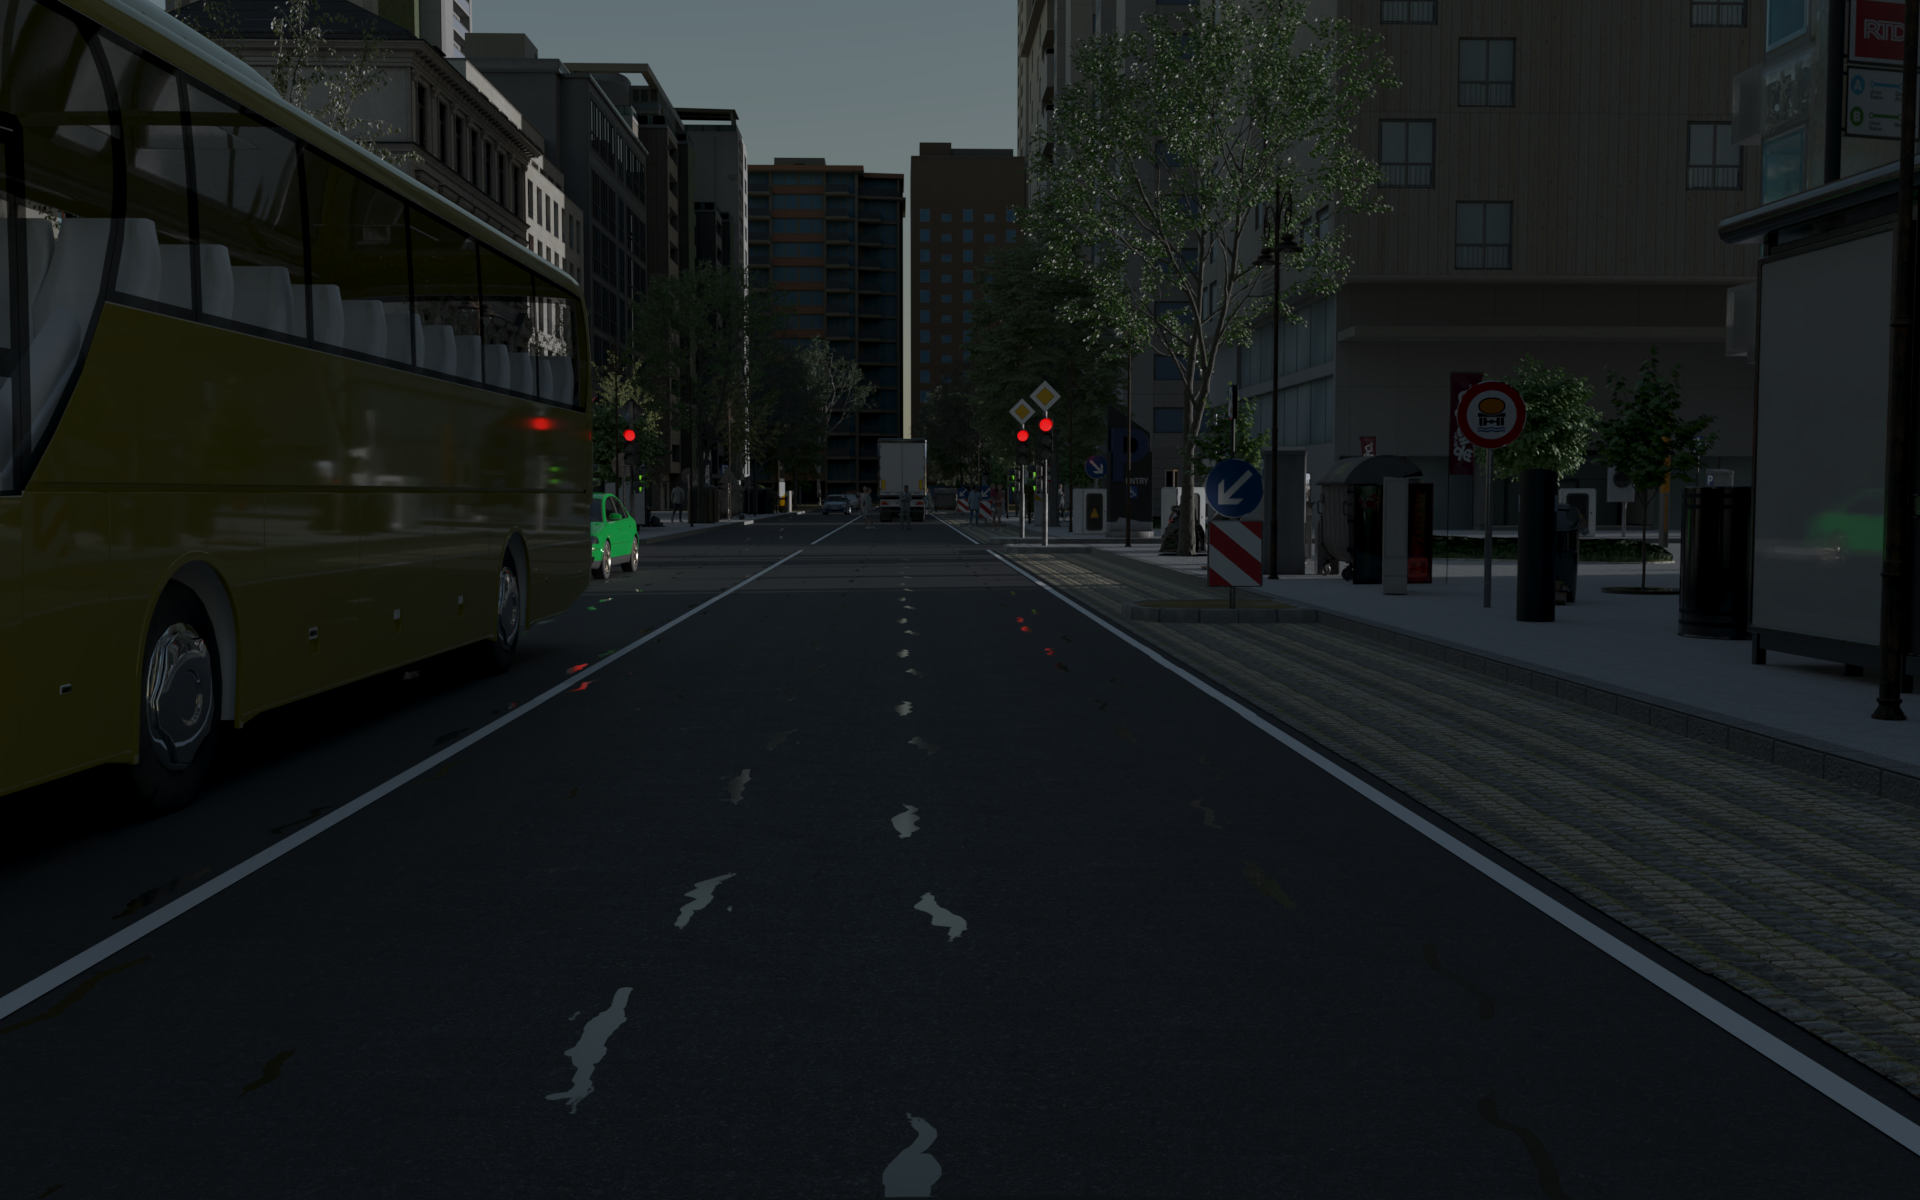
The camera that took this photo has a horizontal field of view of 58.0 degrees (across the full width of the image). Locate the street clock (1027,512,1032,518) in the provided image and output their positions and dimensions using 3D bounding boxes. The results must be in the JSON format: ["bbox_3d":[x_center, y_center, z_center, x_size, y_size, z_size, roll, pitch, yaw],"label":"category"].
[{"bbox_3d":[3.737,-5.406,92.954,0.358,2.002,0.471,1,4,19],"label":"street clock"}]

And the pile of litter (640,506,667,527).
[{"bbox_3d":[-12.315,-3.272,67.460,1.719,0.858,1.176,0,4,-3],"label":"pile of litter"}]

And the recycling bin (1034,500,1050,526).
[{"bbox_3d":[3.443,-3.457,69.071,0.722,1.027,0.722,3,5,42],"label":"recycling bin"}]

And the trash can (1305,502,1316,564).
[{"bbox_3d":[6.186,-1.241,31.945,0.748,1.137,0.748,0,3,0],"label":"trash can"}]

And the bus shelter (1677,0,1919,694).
[{"bbox_3d":[6.825,-2.071,11.499,2.179,5.291,8.768,0,4,-2],"label":"bus shelter"}]

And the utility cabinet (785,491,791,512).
[{"bbox_3d":[-12.301,-7.060,124.103,0.318,1.500,1.173,0,4,1],"label":"utility cabinet"}]

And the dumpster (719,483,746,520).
[{"bbox_3d":[-11.373,-4.920,86.202,1.264,1.857,1.865,0,4,-2],"label":"dumpster"}]

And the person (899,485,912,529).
[{"bbox_3d":[-2.215,-3.790,70.649,0.511,1.800,0.466,-1,4,-20],"label":"person"}]

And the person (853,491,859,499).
[{"bbox_3d":[-10.972,-10.586,182.126,0.990,1.755,0.434,2,4,34],"label":"person"}]

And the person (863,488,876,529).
[{"bbox_3d":[-3.771,-3.787,71.416,0.522,1.701,0.512,1,4,15],"label":"person"}]

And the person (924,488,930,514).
[{"bbox_3d":[-2.353,-7.157,125.383,0.748,1.841,0.638,-2,4,-32],"label":"person"}]

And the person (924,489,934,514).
[{"bbox_3d":[-2.207,-6.958,122.612,0.694,1.780,0.624,-3,5,-44],"label":"person"}]

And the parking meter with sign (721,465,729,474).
[{"bbox_3d":[-13.699,-6.477,102.153,0.543,3.016,1.738,-1,4,-17],"label":"parking meter with sign"}]

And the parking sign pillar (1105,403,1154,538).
[{"bbox_3d":[5.024,-3.841,51.278,1.447,3.967,1.447,-1,4,-11],"label":"parking sign pillar"}]

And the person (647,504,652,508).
[{"bbox_3d":[-19.117,-5.678,104.375,1.012,1.151,0.738,1,4,17],"label":"person"}]

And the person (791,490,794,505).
[{"bbox_3d":[-19.406,-11.954,202.220,0.721,1.736,1.217,1,4,22],"label":"person"}]

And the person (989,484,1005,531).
[{"bbox_3d":[1.374,-3.529,66.180,0.580,1.828,0.573,-2,4,-33],"label":"person"}]

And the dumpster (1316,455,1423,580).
[{"bbox_3d":[6.252,-1.263,26.411,1.264,1.857,1.865,0,4,-2],"label":"dumpster"}]

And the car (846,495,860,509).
[{"bbox_3d":[-10.564,-9.325,164.830,2.083,1.381,4.827,0,4,-2],"label":"car"}]

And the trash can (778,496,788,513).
[{"bbox_3d":[-12.128,-6.554,118.805,0.748,1.137,0.748,0,3,0],"label":"trash can"}]

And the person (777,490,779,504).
[{"bbox_3d":[-12.994,-7.266,124.928,0.616,1.811,0.778,-1,4,-12],"label":"person"}]

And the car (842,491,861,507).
[{"bbox_3d":[-11.736,-11.082,189.869,2.281,1.827,5.304,0,4,0],"label":"car"}]

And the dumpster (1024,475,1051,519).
[{"bbox_3d":[3.938,-5.335,89.723,1.502,2.255,1.985,0,4,-2],"label":"dumpster"}]

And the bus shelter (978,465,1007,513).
[{"bbox_3d":[2.376,-7.682,119.517,2.014,3.302,5.546,0,4,-2],"label":"bus shelter"}]

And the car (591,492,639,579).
[{"bbox_3d":[-6.832,-1.329,30.522,1.959,1.807,4.718,0,4,-1],"label":"car"}]

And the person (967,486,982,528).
[{"bbox_3d":[0.611,-3.947,73.297,0.793,1.790,0.793,-3,4,-38],"label":"person"}]

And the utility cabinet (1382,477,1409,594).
[{"bbox_3d":[5.651,-0.842,22.450,0.318,1.500,1.173,1,4,13],"label":"utility cabinet"}]

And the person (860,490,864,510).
[{"bbox_3d":[-8.981,-9.198,158.843,0.705,1.831,1.348,0,4,3],"label":"person"}]

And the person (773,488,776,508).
[{"bbox_3d":[-16.524,-9.079,154.488,0.705,1.824,1.348,-2,4,-34],"label":"person"}]

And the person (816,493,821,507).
[{"bbox_3d":[-14.482,-10.296,177.574,0.799,1.438,0.628,3,5,40],"label":"person"}]

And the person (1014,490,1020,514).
[{"bbox_3d":[3.680,-6.297,109.093,0.635,1.810,0.391,1,4,23],"label":"person"}]

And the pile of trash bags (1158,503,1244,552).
[{"bbox_3d":[5.728,-1.810,39.342,1.912,1.369,3.447,1,4,21],"label":"pile of trash bags"}]

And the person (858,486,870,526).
[{"bbox_3d":[-4.271,-4.282,78.857,0.694,1.780,0.624,2,4,29],"label":"person"}]

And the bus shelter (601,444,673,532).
[{"bbox_3d":[-11.551,-4.134,61.515,2.014,3.302,5.546,0,4,-2],"label":"bus shelter"}]

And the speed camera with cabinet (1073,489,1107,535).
[{"bbox_3d":[4.583,-3.717,55.111,2.038,3.252,0.660,-2,4,-31],"label":"speed camera with cabinet"}]

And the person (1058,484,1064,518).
[{"bbox_3d":[5.453,-5.316,93.130,0.590,1.801,0.661,2,4,30],"label":"person"}]

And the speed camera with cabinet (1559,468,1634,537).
[{"bbox_3d":[18.857,-3.485,51.321,2.038,3.252,0.660,1,4,11],"label":"speed camera with cabinet"}]

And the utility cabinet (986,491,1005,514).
[{"bbox_3d":[2.174,-6.026,107.204,1.173,1.500,0.318,-1,4,-11],"label":"utility cabinet"}]

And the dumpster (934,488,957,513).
[{"bbox_3d":[-1.103,-7.494,130.748,1.865,1.857,1.264,0,4,-2],"label":"dumpster"}]

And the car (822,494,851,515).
[{"bbox_3d":[-8.571,-6.627,120.356,2.014,1.417,4.499,0,3,0],"label":"car"}]

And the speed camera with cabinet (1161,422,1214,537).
[{"bbox_3d":[5.869,-2.942,42.435,2.038,3.252,0.660,-3,4,-36],"label":"speed camera with cabinet"}]

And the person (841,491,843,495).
[{"bbox_3d":[-13.539,-11.730,200.970,0.721,1.739,1.217,-2,4,-29],"label":"person"}]

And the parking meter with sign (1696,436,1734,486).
[{"bbox_3d":[23.105,-3.448,52.635,1.738,3.016,0.543,-1,4,-15],"label":"parking meter with sign"}]

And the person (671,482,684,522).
[{"bbox_3d":[-12.890,-4.474,79.046,0.661,1.843,0.795,1,4,14],"label":"person"}]
